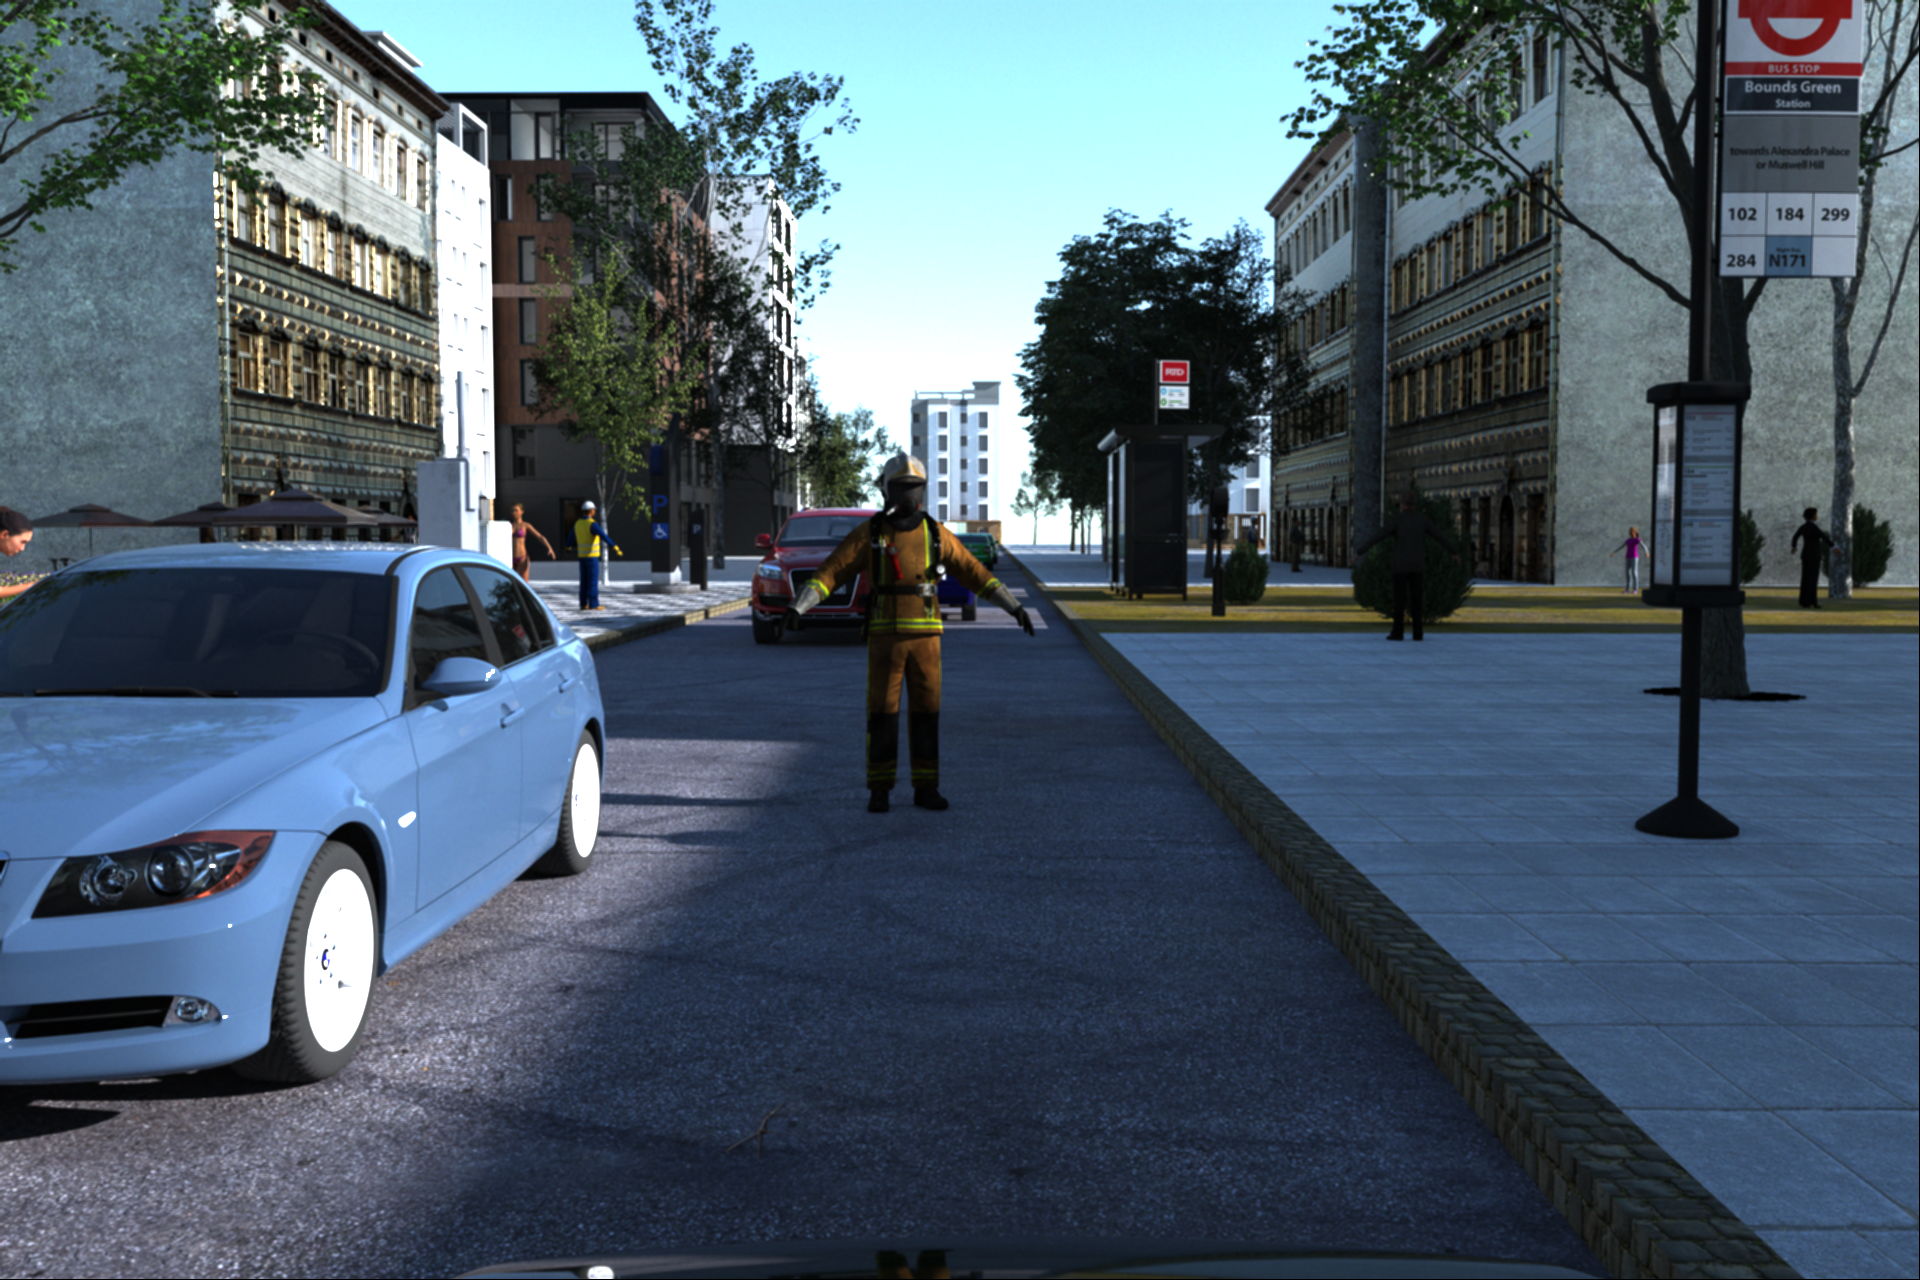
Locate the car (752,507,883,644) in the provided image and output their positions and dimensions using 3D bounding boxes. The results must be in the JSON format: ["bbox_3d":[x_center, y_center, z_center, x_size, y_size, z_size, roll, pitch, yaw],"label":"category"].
[{"bbox_3d":[-1.643,-0.957,24.316,2.281,1.827,5.304,0,4,1],"label":"car"}]

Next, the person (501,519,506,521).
[{"bbox_3d":[-15.986,-3.339,60.713,1.347,1.817,0.704,0,4,0],"label":"person"}]

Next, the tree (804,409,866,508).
[{"bbox_3d":[-7.690,-9.334,102.965,4.737,8.622,4.395,0,3,0],"label":"tree"}]

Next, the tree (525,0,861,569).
[{"bbox_3d":[-9.884,-12.583,61.619,12.611,20.169,13.585,0,3,0],"label":"tree"}]

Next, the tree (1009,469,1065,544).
[{"bbox_3d":[9.647,-17.208,215.757,7.601,10.594,8.767,0,4,-6],"label":"tree"}]

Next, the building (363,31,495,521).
[{"bbox_3d":[-26.733,-12.863,66.737,16.016,20.090,11.380,0,4,2],"label":"building"}]

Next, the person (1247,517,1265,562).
[{"bbox_3d":[9.501,-3.061,55.897,0.705,1.847,1.347,-1,4,-11],"label":"person"}]

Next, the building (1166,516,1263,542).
[{"bbox_3d":[26.567,-14.658,181.808,9.099,9.664,28.070,0,4,1],"label":"building"}]

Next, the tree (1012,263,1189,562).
[{"bbox_3d":[6.987,-10.585,79.720,9.857,13.997,8.962,0,3,0],"label":"tree"}]

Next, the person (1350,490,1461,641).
[{"bbox_3d":[5.403,-0.901,20.913,1.348,1.807,0.705,0,4,-2],"label":"person"}]

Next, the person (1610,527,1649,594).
[{"bbox_3d":[14.484,-1.723,37.443,0.599,1.433,0.991,-2,4,-29],"label":"person"}]

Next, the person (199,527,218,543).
[{"bbox_3d":[-17.240,-2.058,39.791,0.704,1.812,1.346,-2,4,-35],"label":"person"}]

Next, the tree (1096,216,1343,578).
[{"bbox_3d":[7.600,-7.093,50.380,7.601,10.594,8.767,-1,4,-14],"label":"tree"}]

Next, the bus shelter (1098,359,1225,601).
[{"bbox_3d":[4.149,-3.657,37.429,2.179,5.291,8.768,0,4,1],"label":"bus shelter"}]

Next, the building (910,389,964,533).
[{"bbox_3d":[-5.923,-22.001,218.588,11.380,20.090,16.016,0,4,3],"label":"building"}]

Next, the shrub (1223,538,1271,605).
[{"bbox_3d":[5.117,-1.231,31.239,1.383,1.207,1.383,0,3,0],"label":"shrub"}]

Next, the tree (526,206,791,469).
[{"bbox_3d":[-8.803,-7.088,50.302,8.767,10.594,7.601,0,4,6],"label":"tree"}]

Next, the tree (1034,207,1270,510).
[{"bbox_3d":[7.268,-9.786,66.656,9.857,13.997,8.962,0,3,0],"label":"tree"}]

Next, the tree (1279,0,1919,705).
[{"bbox_3d":[5.967,-5.363,13.448,9.928,11.665,9.643,0,3,0],"label":"tree"}]

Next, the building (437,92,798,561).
[{"bbox_3d":[-24.734,-15.466,96.841,27.936,21.610,32.646,0,4,1],"label":"building"}]

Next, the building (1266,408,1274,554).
[{"bbox_3d":[23.608,-9.438,96.454,9.099,9.664,28.070,0,4,1],"label":"building"}]

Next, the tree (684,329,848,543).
[{"bbox_3d":[-8.263,-8.582,74.726,7.601,10.594,8.767,0,4,5],"label":"tree"}]

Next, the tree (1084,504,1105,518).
[{"bbox_3d":[18.890,-17.476,220.143,7.601,10.594,8.767,0,4,-4],"label":"tree"}]

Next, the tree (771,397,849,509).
[{"bbox_3d":[-7.386,-8.644,91.689,4.360,8.622,3.978,0,3,0],"label":"tree"}]

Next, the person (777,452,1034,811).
[{"bbox_3d":[-0.287,-0.047,9.001,1.354,1.858,0.705,-1,4,-14],"label":"person"}]

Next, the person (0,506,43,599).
[{"bbox_3d":[-5.459,-0.015,9.473,0.628,1.438,0.799,3,4,37],"label":"person"}]

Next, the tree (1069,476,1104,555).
[{"bbox_3d":[8.070,-9.568,106.798,4.737,8.622,4.395,0,3,0],"label":"tree"}]

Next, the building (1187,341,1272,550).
[{"bbox_3d":[25.264,-18.324,156.016,16.016,20.090,11.380,0,4,1],"label":"building"}]

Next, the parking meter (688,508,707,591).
[{"bbox_3d":[-5.953,-2.054,39.302,0.399,1.863,0.255,0,4,3],"label":"parking meter"}]

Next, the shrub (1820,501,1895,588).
[{"bbox_3d":[21.605,-2.309,41.799,1.661,2.075,1.752,0,3,0],"label":"shrub"}]

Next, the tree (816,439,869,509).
[{"bbox_3d":[-16.427,-18.823,214.417,9.857,13.997,8.962,0,3,0],"label":"tree"}]

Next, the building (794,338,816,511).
[{"bbox_3d":[-22.920,-17.659,155.188,16.747,18.905,31.486,0,4,1],"label":"building"}]

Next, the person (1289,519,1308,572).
[{"bbox_3d":[11.407,-3.203,58.643,0.705,1.796,1.348,3,4,36],"label":"person"}]

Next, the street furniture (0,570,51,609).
[{"bbox_3d":[-17.749,-1.354,28.995,9.812,1.723,11.010,-1,4,-17],"label":"street furniture"}]

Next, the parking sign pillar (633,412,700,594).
[{"bbox_3d":[-6.400,-3.010,37.678,1.447,3.967,1.447,0,4,1],"label":"parking sign pillar"}]

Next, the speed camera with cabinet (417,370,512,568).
[{"bbox_3d":[-6.201,-1.675,21.727,0.660,3.252,2.038,0,4,2],"label":"speed camera with cabinet"}]

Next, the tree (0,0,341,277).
[{"bbox_3d":[-9.228,-5.467,15.139,9.928,11.665,9.643,0,3,0],"label":"tree"}]

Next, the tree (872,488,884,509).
[{"bbox_3d":[-8.298,-16.179,214.884,4.360,8.622,3.978,0,3,0],"label":"tree"}]

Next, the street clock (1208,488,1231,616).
[{"bbox_3d":[4.042,-1.373,27.017,0.358,2.002,0.471,0,4,1],"label":"street clock"}]

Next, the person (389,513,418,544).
[{"bbox_3d":[-14.478,-2.422,45.737,1.345,1.843,0.704,0,4,3],"label":"person"}]

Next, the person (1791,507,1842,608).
[{"bbox_3d":[14.824,-1.427,30.048,0.721,1.740,1.216,-1,4,-11],"label":"person"}]

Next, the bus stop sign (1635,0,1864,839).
[{"bbox_3d":[3.361,-1.141,7.362,0.855,3.939,0.416,0,4,1],"label":"bus stop sign"}]

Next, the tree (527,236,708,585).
[{"bbox_3d":[-8.747,-5.686,43.331,4.737,8.622,4.395,0,3,0],"label":"tree"}]

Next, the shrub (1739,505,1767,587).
[{"bbox_3d":[18.678,-2.325,42.051,1.661,2.075,1.752,0,3,0],"label":"shrub"}]

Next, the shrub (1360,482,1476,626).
[{"bbox_3d":[6.480,-1.229,24.519,1.690,2.028,1.600,0,3,0],"label":"shrub"}]

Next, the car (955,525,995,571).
[{"bbox_3d":[0.430,-3.665,68.721,1.959,1.807,4.718,0,4,1],"label":"car"}]

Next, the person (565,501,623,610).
[{"bbox_3d":[-6.243,-1.423,29.241,1.349,1.833,0.705,3,4,36],"label":"person"}]

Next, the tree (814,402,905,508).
[{"bbox_3d":[-6.895,-11.418,121.099,8.767,10.594,7.601,1,4,22],"label":"tree"}]

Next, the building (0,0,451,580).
[{"bbox_3d":[-27.716,-13.538,52.275,19.493,23.208,18.063,0,4,0],"label":"building"}]

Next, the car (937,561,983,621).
[{"bbox_3d":[-0.564,-1.058,29.880,1.945,1.354,3.894,0,4,0],"label":"car"}]

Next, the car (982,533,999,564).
[{"bbox_3d":[0.965,-4.677,85.269,1.959,1.807,4.718,0,4,1],"label":"car"}]

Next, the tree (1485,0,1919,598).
[{"bbox_3d":[16.699,-10.836,33.064,12.611,20.169,13.585,0,3,0],"label":"tree"}]

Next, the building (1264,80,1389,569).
[{"bbox_3d":[23.589,-14.684,71.013,19.493,23.208,18.063,0,4,1],"label":"building"}]

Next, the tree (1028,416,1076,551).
[{"bbox_3d":[8.475,-12.391,128.352,9.928,11.665,9.643,0,3,0],"label":"tree"}]

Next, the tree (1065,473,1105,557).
[{"bbox_3d":[8.293,-9.000,97.512,4.360,8.622,3.978,0,3,0],"label":"tree"}]

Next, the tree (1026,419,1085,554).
[{"bbox_3d":[8.194,-10.964,113.679,8.767,10.594,7.601,1,4,14],"label":"tree"}]

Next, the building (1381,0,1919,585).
[{"bbox_3d":[24.135,-13.501,51.665,19.493,23.208,18.063,0,4,0],"label":"building"}]

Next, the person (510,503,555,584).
[{"bbox_3d":[-6.458,-1.123,25.167,1.217,1.733,0.721,0,4,8],"label":"person"}]

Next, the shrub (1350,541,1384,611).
[{"bbox_3d":[6.974,-1.082,28.812,1.383,1.207,1.383,0,3,0],"label":"shrub"}]

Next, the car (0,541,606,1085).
[{"bbox_3d":[-2.462,0.363,6.071,2.014,1.417,4.499,0,4,1],"label":"car"}]
